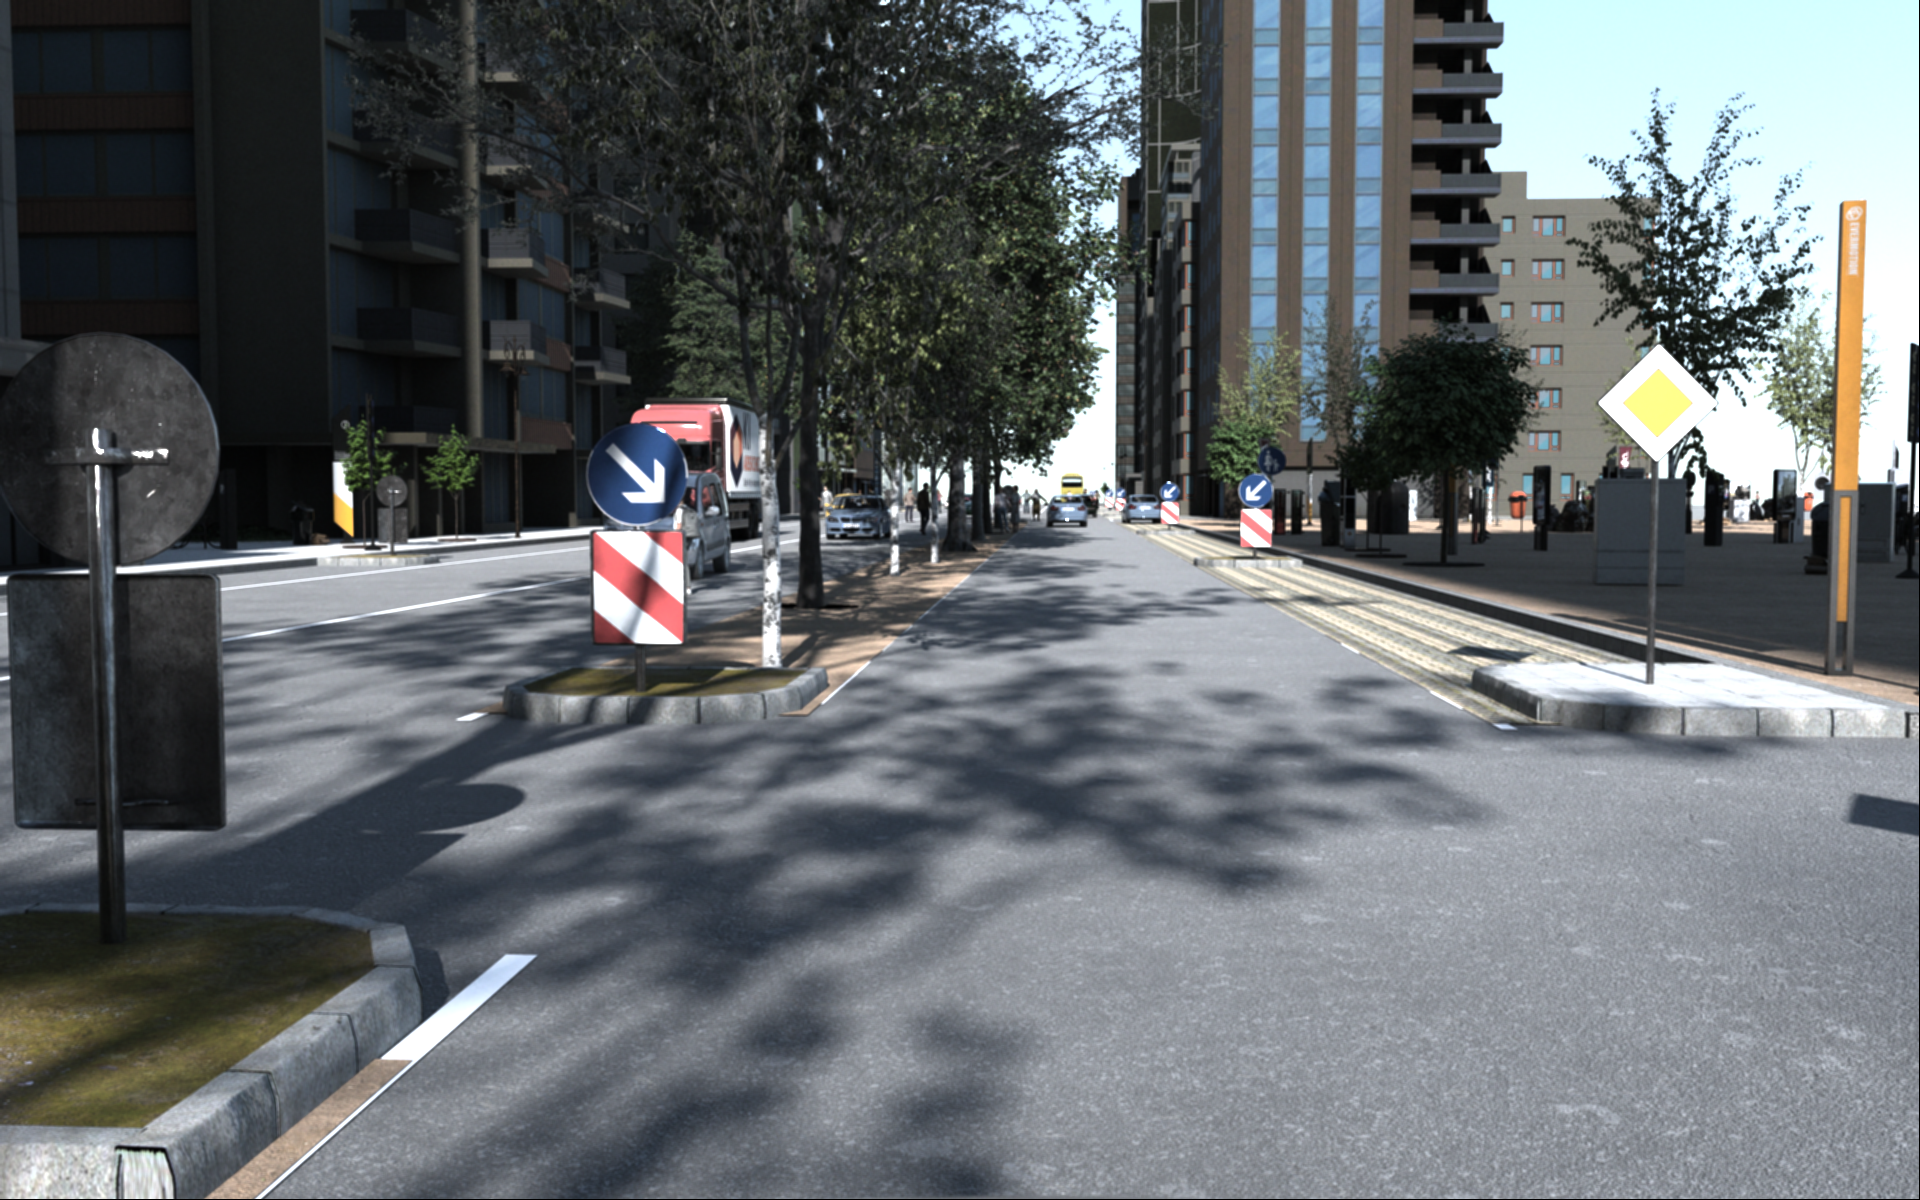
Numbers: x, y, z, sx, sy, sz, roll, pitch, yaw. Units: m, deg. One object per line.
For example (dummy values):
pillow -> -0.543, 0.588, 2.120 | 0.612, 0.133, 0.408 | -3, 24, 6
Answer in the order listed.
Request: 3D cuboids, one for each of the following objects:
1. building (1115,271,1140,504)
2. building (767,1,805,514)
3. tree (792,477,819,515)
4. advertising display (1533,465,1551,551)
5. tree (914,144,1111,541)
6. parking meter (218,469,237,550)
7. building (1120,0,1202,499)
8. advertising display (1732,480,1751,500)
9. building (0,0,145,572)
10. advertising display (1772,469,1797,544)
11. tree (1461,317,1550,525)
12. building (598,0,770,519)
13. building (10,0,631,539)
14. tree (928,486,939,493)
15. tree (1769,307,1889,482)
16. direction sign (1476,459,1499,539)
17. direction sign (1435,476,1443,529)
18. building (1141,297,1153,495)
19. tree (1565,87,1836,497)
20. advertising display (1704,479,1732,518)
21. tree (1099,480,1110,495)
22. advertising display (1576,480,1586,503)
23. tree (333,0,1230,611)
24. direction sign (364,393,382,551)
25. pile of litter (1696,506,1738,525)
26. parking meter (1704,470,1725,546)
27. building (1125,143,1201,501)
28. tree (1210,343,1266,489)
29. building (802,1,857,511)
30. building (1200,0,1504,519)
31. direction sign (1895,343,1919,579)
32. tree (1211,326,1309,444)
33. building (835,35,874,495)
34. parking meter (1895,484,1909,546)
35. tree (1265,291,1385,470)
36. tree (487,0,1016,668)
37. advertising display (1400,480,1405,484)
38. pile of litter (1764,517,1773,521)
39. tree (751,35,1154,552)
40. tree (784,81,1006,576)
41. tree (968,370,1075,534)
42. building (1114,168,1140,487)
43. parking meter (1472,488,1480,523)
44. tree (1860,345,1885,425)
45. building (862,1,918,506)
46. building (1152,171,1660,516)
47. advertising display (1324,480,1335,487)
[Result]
building -> 27.038, -27.616, 223.218 | 14.160, 30.474, 14.107 | 0, 4, 3
building -> -17.791, -26.019, 109.001 | 14.154, 41.232, 14.086 | 0, 4, 3
tree -> -9.694, -6.961, 108.419 | 1.663, 3.219, 1.824 | 0, 3, 0
advertising display -> 13.235, -2.092, 39.421 | 0.123, 1.923, 0.974 | 0, 4, 3
tree -> 0.626, -8.044, 52.105 | 7.486, 12.596, 7.792 | 0, 3, 0
parking meter -> -16.936, -2.101, 40.055 | 0.399, 1.863, 0.255 | 3, 5, 42
building -> 29.738, -46.863, 204.461 | 20.563, 71.187, 20.611 | 0, 4, 3
advertising display -> 36.888, -4.696, 81.990 | 0.974, 1.923, 0.123 | 0, 4, 4
building -> -25.045, -35.883, 24.939 | 20.563, 71.187, 20.611 | 0, 4, 3
advertising display -> 21.458, -2.439, 45.086 | 0.974, 1.923, 0.123 | -3, 4, -37
tree -> 22.493, -7.497, 72.937 | 4.360, 8.622, 3.978 | 0, 3, 0
building -> -18.520, -19.784, 95.173 | 14.160, 30.474, 14.107 | 0, 4, 3
building -> -24.734, -24.926, 62.159 | 22.147, 44.769, 28.867 | 0, 4, 3
tree -> -3.318, -14.044, 224.228 | 1.663, 3.219, 1.824 | 0, 3, 0
tree -> 34.060, -7.161, 67.451 | 4.360, 8.622, 3.978 | 0, 3, 0
direction sign -> 15.023, -3.523, 49.598 | 0.379, 3.537, 0.876 | -2, 4, -29
direction sign -> 17.618, -4.365, 63.372 | 0.876, 3.537, 0.379 | 0, 4, 3
building -> 29.867, -18.401, 145.897 | 27.650, 21.520, 28.899 | 0, 4, 3
tree -> 13.473, -4.993, 32.004 | 4.737, 8.622, 4.395 | 0, 3, 0
advertising display -> 32.594, -4.242, 74.578 | 0.974, 1.923, 0.123 | 2, 4, 31
tree -> 20.341, -15.143, 242.191 | 1.663, 3.219, 1.824 | 0, 3, 0
advertising display -> 29.540, -4.721, 82.403 | 0.123, 1.923, 0.974 | 3, 5, 39
tree -> -1.896, -6.643, 21.439 | 12.009, 13.543, 11.850 | 0, 3, 0
direction sign -> -13.399, -2.901, 39.429 | 0.379, 3.537, 0.876 | -1, 4, -10
pile of litter -> 31.599, -3.556, 72.098 | 1.719, 0.858, 1.176 | 3, 5, 40
parking meter -> 18.622, -2.265, 42.748 | 0.255, 1.863, 0.399 | -2, 4, -30
building -> 33.760, -29.962, 181.763 | 32.217, 40.220, 23.993 | 0, 4, 3
tree -> 14.168, -8.032, 81.686 | 4.360, 8.622, 3.978 | 0, 3, 0
building -> -20.793, -31.357, 132.301 | 23.786, 49.044, 30.456 | 0, 4, 3
building -> 20.644, -27.180, 94.506 | 14.600, 45.320, 14.200 | 0, 4, 3
direction sign -> 14.484, -2.099, 26.316 | 0.379, 3.537, 0.876 | 3, 4, 39
tree -> 13.127, -7.627, 75.062 | 4.737, 8.622, 4.395 | 0, 3, 0
building -> -15.377, -30.845, 154.422 | 14.600, 45.320, 14.200 | 0, 4, 3
parking meter -> 23.327, -2.116, 43.007 | 0.372, 1.533, 0.369 | 0, 3, 0
tree -> 13.680, -6.824, 61.936 | 4.360, 8.622, 3.978 | 0, 3, 0
tree -> -1.492, -3.698, 13.281 | 4.360, 8.622, 3.978 | 0, 3, 0
advertising display -> 20.236, -4.527, 79.225 | 0.123, 1.923, 0.974 | 0, 4, 6
pile of litter -> 38.609, -4.124, 81.388 | 1.176, 0.858, 1.719 | -1, 4, -9
tree -> -0.066, -7.546, 42.841 | 9.611, 12.733, 9.660 | 0, 3, 0
tree -> -1.159, -4.722, 30.016 | 4.737, 8.622, 4.395 | 0, 3, 0
tree -> 1.500, -8.785, 71.845 | 9.928, 11.665, 9.643 | 0, 3, 0
building -> 28.620, -35.914, 237.300 | 14.600, 45.320, 14.200 | 0, 4, 3
parking meter -> 22.812, -4.163, 76.478 | 0.372, 1.533, 0.369 | 0, 3, 0
tree -> 28.684, -6.621, 58.618 | 4.737, 8.622, 4.395 | 0, 3, 0
building -> -16.037, -55.359, 217.783 | 22.319, 86.520, 31.000 | 0, 4, 3
building -> 27.774, -16.595, 116.360 | 27.650, 21.520, 28.899 | 0, 4, 3
advertising display -> 17.050, -4.565, 79.849 | 0.123, 1.923, 0.974 | 3, 4, 37
